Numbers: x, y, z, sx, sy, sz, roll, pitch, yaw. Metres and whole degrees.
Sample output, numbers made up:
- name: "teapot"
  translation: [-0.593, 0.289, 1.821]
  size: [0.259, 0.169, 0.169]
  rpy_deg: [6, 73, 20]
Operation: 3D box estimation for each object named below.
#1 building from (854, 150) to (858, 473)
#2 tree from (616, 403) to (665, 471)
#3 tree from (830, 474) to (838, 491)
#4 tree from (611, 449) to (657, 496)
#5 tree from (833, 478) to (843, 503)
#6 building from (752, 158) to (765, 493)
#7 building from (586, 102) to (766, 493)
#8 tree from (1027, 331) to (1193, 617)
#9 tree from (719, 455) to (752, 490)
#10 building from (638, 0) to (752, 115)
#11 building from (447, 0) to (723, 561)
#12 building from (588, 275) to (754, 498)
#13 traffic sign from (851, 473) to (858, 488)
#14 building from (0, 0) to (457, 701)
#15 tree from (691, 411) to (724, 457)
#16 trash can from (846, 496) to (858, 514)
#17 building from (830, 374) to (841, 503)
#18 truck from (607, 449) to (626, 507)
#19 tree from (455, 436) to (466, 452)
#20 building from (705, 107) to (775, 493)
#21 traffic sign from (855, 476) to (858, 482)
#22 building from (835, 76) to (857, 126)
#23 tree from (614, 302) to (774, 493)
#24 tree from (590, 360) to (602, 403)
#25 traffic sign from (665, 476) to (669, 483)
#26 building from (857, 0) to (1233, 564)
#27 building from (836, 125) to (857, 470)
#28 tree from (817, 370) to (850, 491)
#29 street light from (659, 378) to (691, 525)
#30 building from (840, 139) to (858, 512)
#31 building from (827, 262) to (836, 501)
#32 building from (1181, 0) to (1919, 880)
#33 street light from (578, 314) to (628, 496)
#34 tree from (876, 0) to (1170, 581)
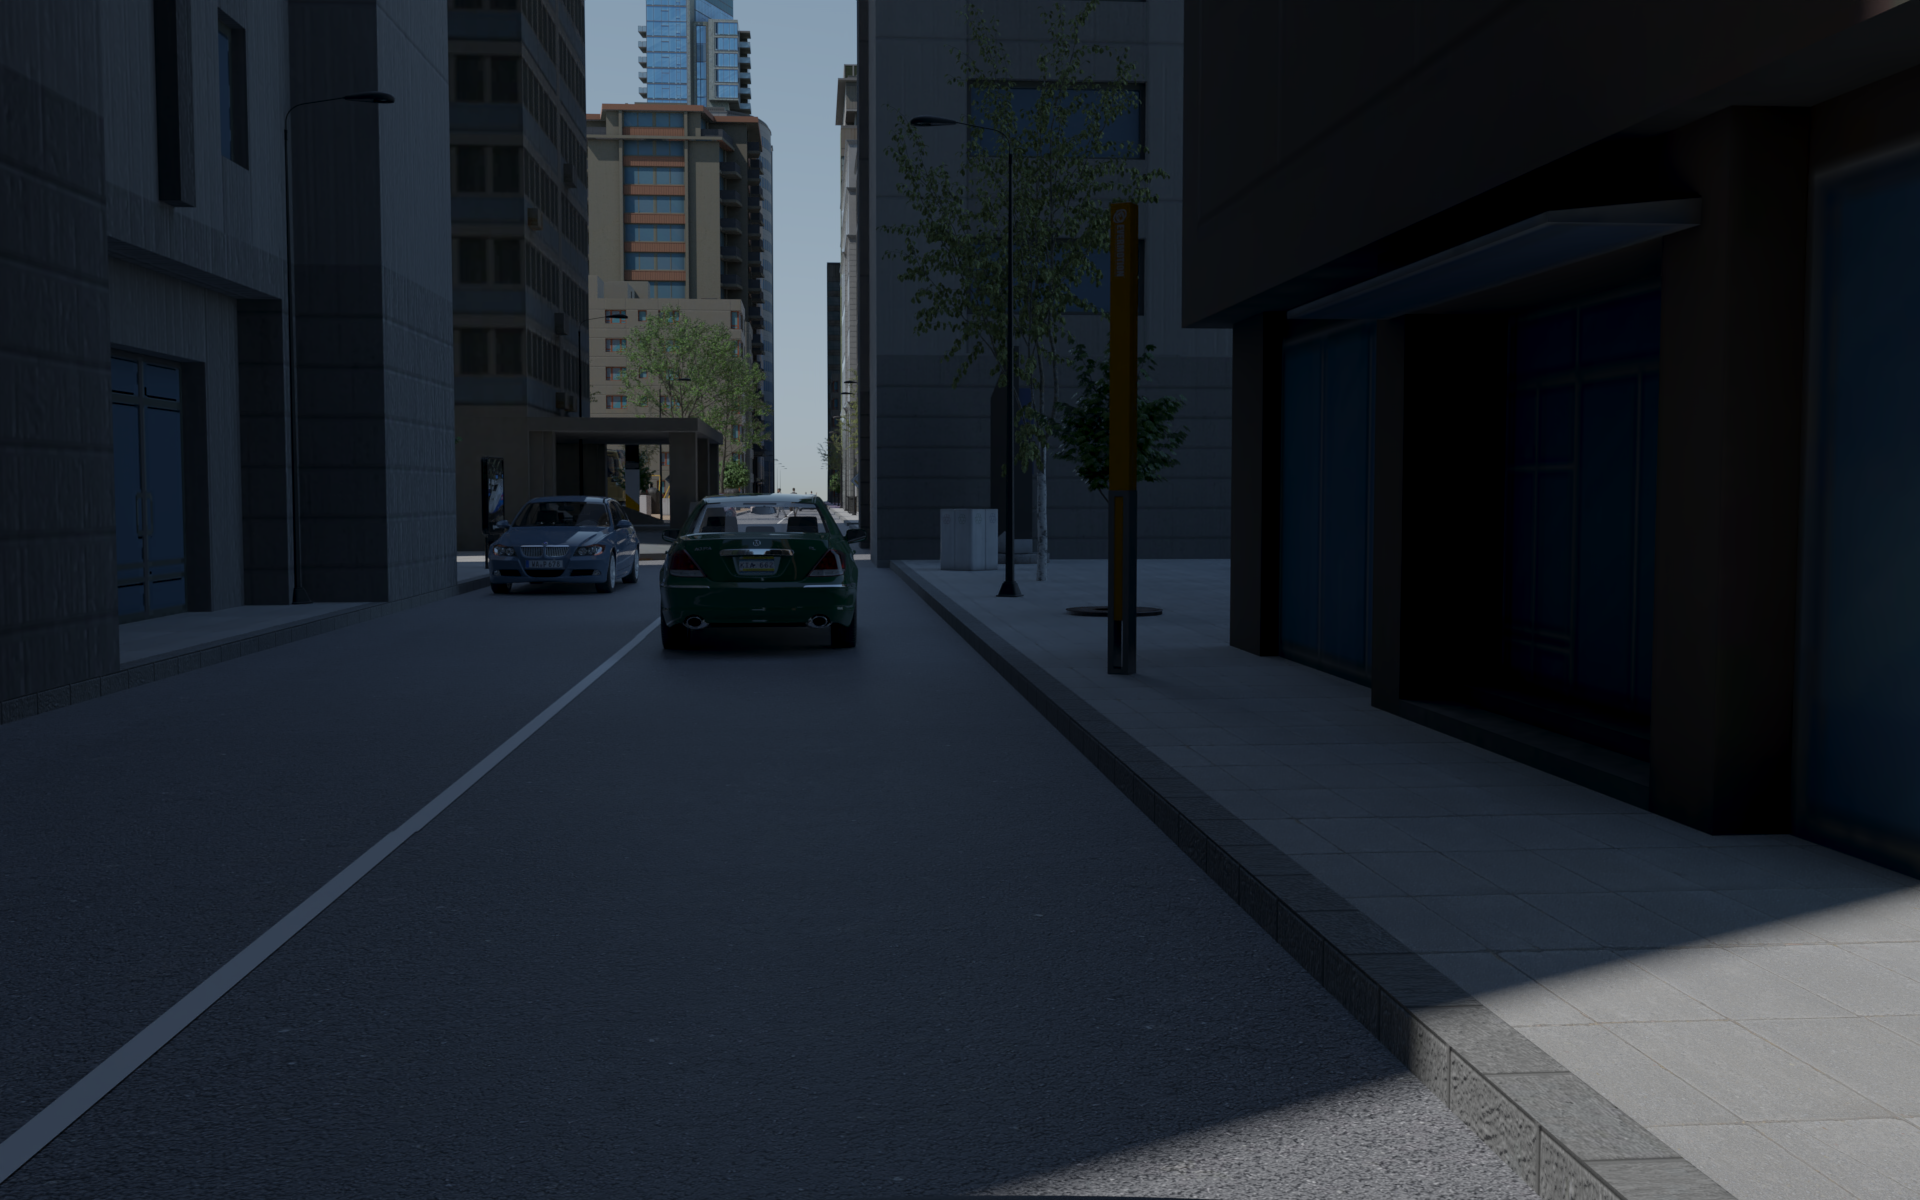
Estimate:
- name: "building"
  translation: [0.549, -19.519, 112.650]
  size: [14.314, 27.812, 24.014]
  rpy_deg: [0, 4, -5]
- name: "tree"
  translation: [-24.762, -11.322, 135.478]
  size: [4.360, 8.622, 3.978]
  rpy_deg: [0, 3, 0]
- name: "tree"
  translation: [-16.872, -15.893, 243.556]
  size: [4.285, 4.588, 4.351]
  rpy_deg: [0, 3, 0]
- name: "tree"
  translation: [-12.256, -4.361, 65.907]
  size: [1.663, 3.219, 1.824]
  rpy_deg: [0, 3, 0]
- name: "tree"
  translation: [-17.157, -15.518, 248.313]
  size: [1.663, 3.219, 1.824]
  rpy_deg: [0, 3, 0]
- name: "building"
  translation: [-32.352, -34.745, 218.192]
  size: [14.600, 45.320, 14.200]
  rpy_deg: [0, 4, -5]
- name: "building"
  translation: [-33.457, -33.132, 196.328]
  size: [22.147, 44.769, 28.867]
  rpy_deg: [0, 4, -5]
- name: "tree"
  translation: [1.690, -1.451, 18.324]
  size: [1.663, 3.219, 1.824]
  rpy_deg: [0, 3, 0]
- name: "tree"
  translation: [-19.044, -9.851, 144.772]
  size: [4.285, 4.588, 4.351]
  rpy_deg: [0, 3, 0]
- name: "building"
  translation: [-42.730, -59.962, 293.054]
  size: [22.319, 86.520, 31.000]
  rpy_deg: [0, 4, -5]
- name: "building"
  translation: [-22.433, -21.424, 42.165]
  size: [32.217, 40.220, 23.993]
  rpy_deg: [0, 4, -5]
- name: "building"
  translation: [-34.401, -19.706, 167.235]
  size: [27.650, 21.520, 28.899]
  rpy_deg: [0, 4, -5]
- name: "traffic sign"
  translation: [-4.604, -4.614, 79.088]
  size: [0.795, 2.450, 0.064]
  rpy_deg: [0, 4, -5]
- name: "building"
  translation: [-16.399, -28.499, 7.954]
  size: [21.231, 58.520, 28.212]
  rpy_deg: [0, 4, -5]
- name: "tree"
  translation: [-22.407, -12.275, 151.060]
  size: [4.737, 8.622, 4.395]
  rpy_deg: [0, 3, 0]
- name: "trash can"
  translation: [-7.037, -6.197, 112.966]
  size: [0.748, 1.137, 0.748]
  rpy_deg: [0, 3, 0]
- name: "building"
  translation: [-5.871, -25.672, 264.780]
  size: [27.650, 21.520, 28.899]
  rpy_deg: [0, 4, -5]
- name: "truck"
  translation: [-18.085, -4.760, 73.750]
  size: [9.791, 3.379, 3.469]
  rpy_deg: [0, 4, -3]
- name: "tree"
  translation: [-8.820, -2.009, 27.450]
  size: [1.663, 3.219, 1.824]
  rpy_deg: [0, 3, 0]
- name: "building"
  translation: [-39.207, -44.135, 263.599]
  size: [21.231, 58.520, 28.212]
  rpy_deg: [0, 4, -5]
- name: "traffic sign"
  translation: [-3.932, -4.128, 71.131]
  size: [0.795, 2.450, 0.064]
  rpy_deg: [0, 4, -5]
- name: "building"
  translation: [-0.949, -38.374, 216.646]
  size: [28.713, 52.752, 27.495]
  rpy_deg: [0, 4, -5]
- name: "tree"
  translation: [-15.172, -10.368, 95.277]
  size: [9.928, 11.665, 9.643]
  rpy_deg: [0, 3, 0]
- name: "tree"
  translation: [-18.810, -7.953, 80.396]
  size: [4.360, 8.622, 3.978]
  rpy_deg: [0, 3, 0]
- name: "traffic sign"
  translation: [-11.601, -4.090, 70.507]
  size: [0.795, 2.450, 0.064]
  rpy_deg: [0, 4, -5]
- name: "building"
  translation: [7.668, -30.865, 46.642]
  size: [21.231, 58.520, 28.212]
  rpy_deg: [0, 4, -5]
- name: "building"
  translation: [-6.467, -31.322, 195.709]
  size: [14.154, 41.232, 14.086]
  rpy_deg: [0, 4, -5]
- name: "tree"
  translation: [-4.848, -8.910, 96.047]
  size: [4.737, 8.622, 4.395]
  rpy_deg: [0, 3, 0]
- name: "street light"
  translation: [-11.449, -5.925, 69.417]
  size: [1.470, 5.913, 1.316]
  rpy_deg: [0, 4, -5]
- name: "building"
  translation: [-3.819, -22.121, 139.177]
  size: [11.434, 29.767, 29.804]
  rpy_deg: [0, 4, -5]
- name: "building"
  translation: [-16.449, -38.074, 306.103]
  size: [14.154, 41.232, 14.086]
  rpy_deg: [0, 4, -5]
- name: "building"
  translation: [9.373, -21.838, 7.169]
  size: [14.600, 45.320, 14.200]
  rpy_deg: [0, 4, -5]
- name: "street light"
  translation: [-9.256, -4.417, 44.766]
  size: [1.470, 5.913, 1.316]
  rpy_deg: [0, 4, -5]
- name: "tree"
  translation: [0.972, -4.583, 25.297]
  size: [4.737, 8.622, 4.395]
  rpy_deg: [0, 3, 0]
